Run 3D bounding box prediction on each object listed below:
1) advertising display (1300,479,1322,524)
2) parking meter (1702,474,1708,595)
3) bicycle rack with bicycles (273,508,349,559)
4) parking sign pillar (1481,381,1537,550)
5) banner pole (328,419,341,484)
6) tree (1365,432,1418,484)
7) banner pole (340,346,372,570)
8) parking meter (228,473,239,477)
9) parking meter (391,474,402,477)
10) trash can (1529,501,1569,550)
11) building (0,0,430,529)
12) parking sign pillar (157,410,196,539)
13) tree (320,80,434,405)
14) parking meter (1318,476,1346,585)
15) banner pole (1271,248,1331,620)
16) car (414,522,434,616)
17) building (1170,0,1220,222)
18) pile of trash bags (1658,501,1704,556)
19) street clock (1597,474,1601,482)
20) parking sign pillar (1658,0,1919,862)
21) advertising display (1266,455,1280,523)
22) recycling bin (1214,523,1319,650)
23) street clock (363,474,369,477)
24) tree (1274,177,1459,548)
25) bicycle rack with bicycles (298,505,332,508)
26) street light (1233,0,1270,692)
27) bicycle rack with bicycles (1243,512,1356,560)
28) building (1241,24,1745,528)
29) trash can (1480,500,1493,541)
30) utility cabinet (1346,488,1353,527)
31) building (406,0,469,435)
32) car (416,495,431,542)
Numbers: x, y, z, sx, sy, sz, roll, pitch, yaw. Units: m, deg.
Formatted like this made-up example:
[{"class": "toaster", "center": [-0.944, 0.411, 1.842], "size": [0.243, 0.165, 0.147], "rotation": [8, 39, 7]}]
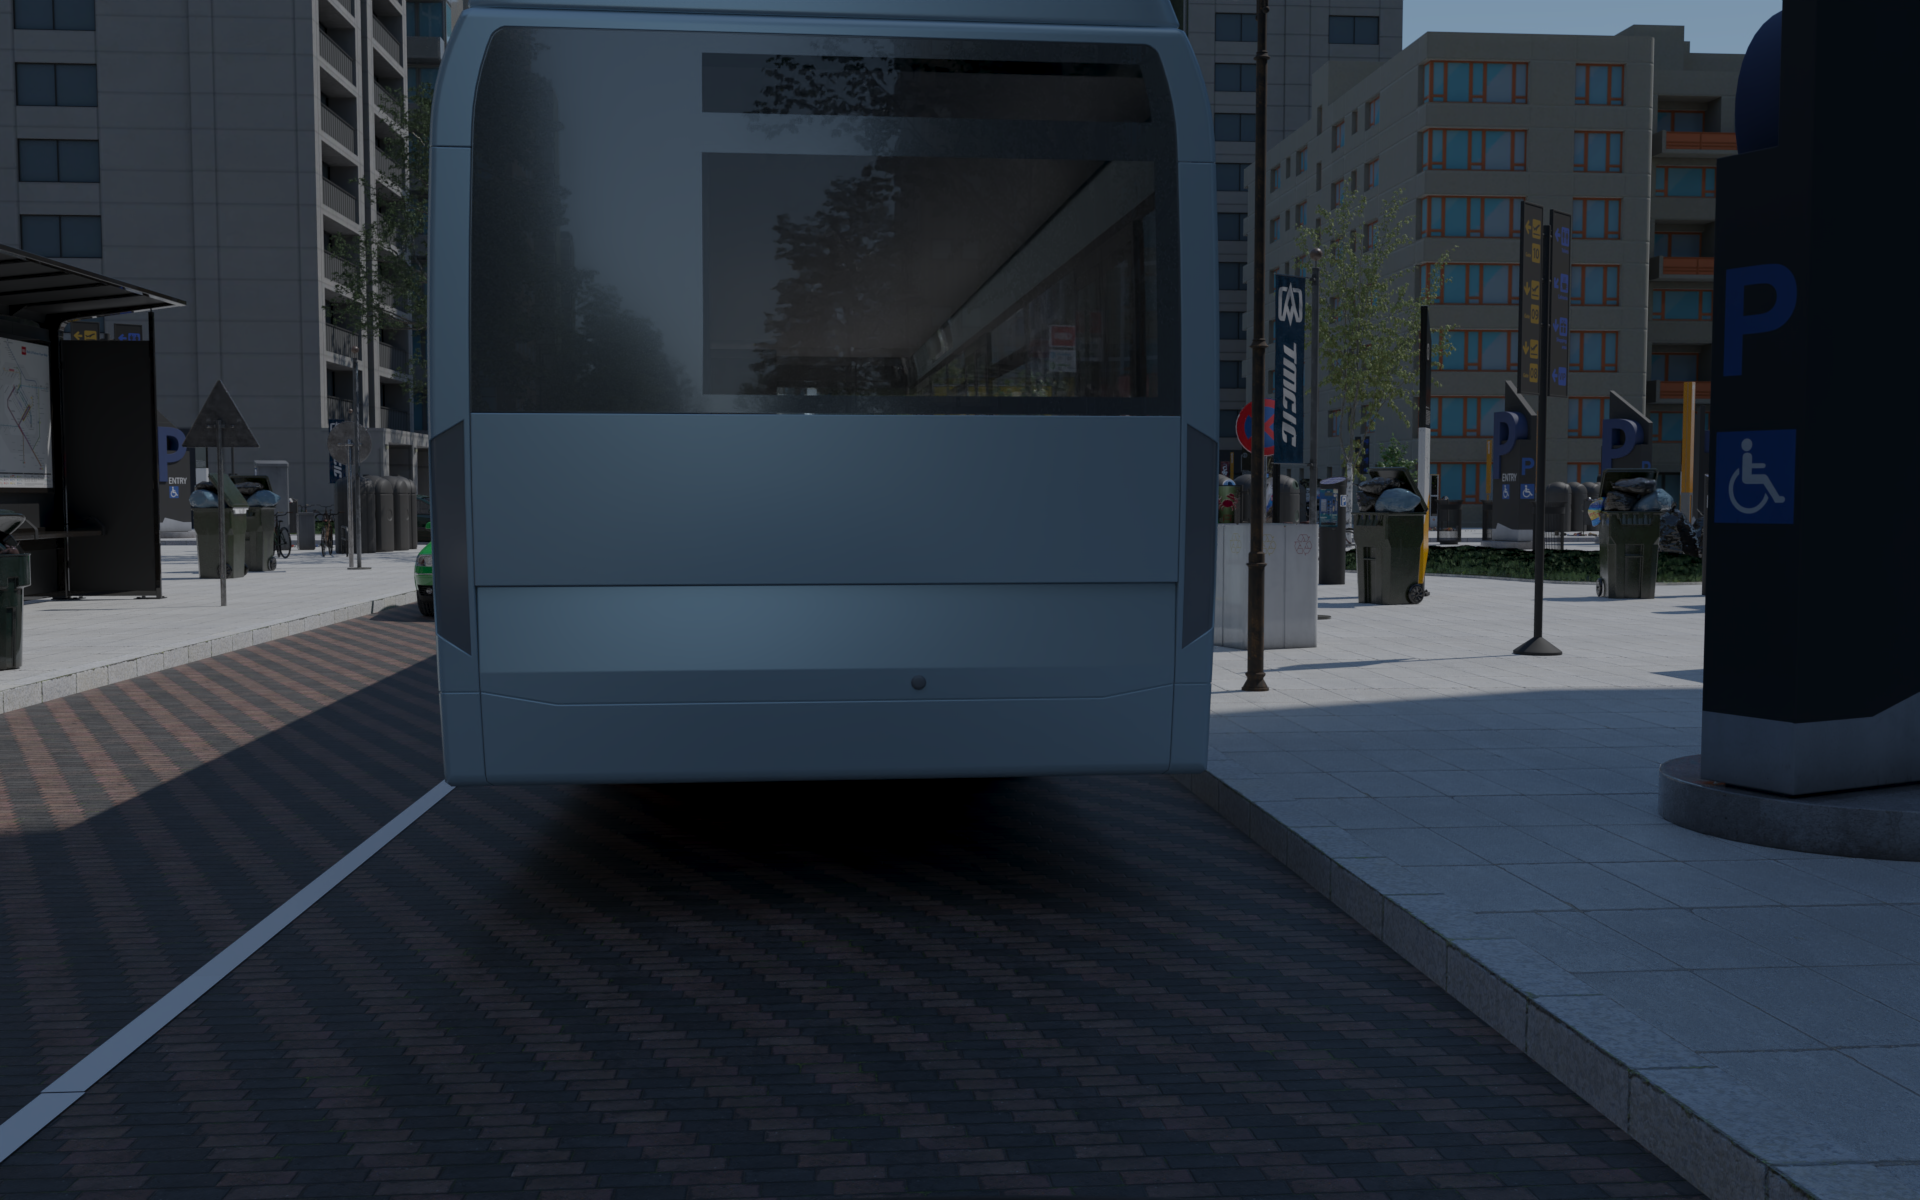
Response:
[{"class": "advertising display", "center": [14.616, -4.097, 72.199], "size": [0.974, 1.923, 0.123], "rotation": [-1, 4, -16]}, {"class": "parking meter", "center": [9.599, -0.825, 21.900], "size": [0.372, 1.533, 0.369], "rotation": [0, 3, 0]}, {"class": "bicycle rack with bicycles", "center": [-13.706, -1.357, 35.564], "size": [2.852, 0.926, 2.925], "rotation": [-1, 4, -21]}, {"class": "parking sign pillar", "center": [12.982, -3.186, 40.558], "size": [1.447, 3.967, 1.447], "rotation": [-1, 4, -10]}, {"class": "banner pole", "center": [-18.124, -3.724, 50.912], "size": [0.863, 3.779, 0.401], "rotation": [-2, 4, -30]}, {"class": "tree", "center": [13.306, -3.617, 53.733], "size": [1.663, 3.219, 1.824], "rotation": [0, 3, 0]}, {"class": "banner pole", "center": [-10.144, -2.396, 29.185], "size": [0.401, 3.779, 0.863], "rotation": [-1, 4, -23]}, {"class": "parking meter", "center": [-20.536, -2.654, 49.108], "size": [0.255, 1.863, 0.399], "rotation": [0, 4, -5]}, {"class": "parking meter", "center": [-16.688, -2.797, 51.442], "size": [0.255, 1.863, 0.399], "rotation": [1, 4, 14]}, {"class": "trash can", "center": [11.798, -1.411, 34.725], "size": [0.748, 1.137, 0.748], "rotation": [0, 3, 0]}, {"class": "building", "center": [-32.366, -38.729, 71.472], "size": [20.563, 71.187, 20.611], "rotation": [0, 4, -5]}, {"class": "parking sign pillar", "center": [-23.053, -3.787, 50.396], "size": [1.447, 3.967, 1.447], "rotation": [1, 4, 20]}, {"class": "tree", "center": [-9.386, -6.223, 36.165], "size": [8.767, 10.594, 7.601], "rotation": [0, 4, -2]}, {"class": "parking meter", "center": [5.288, -0.990, 24.592], "size": [0.372, 1.533, 0.369], "rotation": [0, 3, 0]}, {"class": "banner pole", "center": [3.445, -1.686, 17.586], "size": [0.863, 3.779, 0.401], "rotation": [-3, 5, -39]}, {"class": "car", "center": [-5.587, -0.798, 21.837], "size": [1.959, 1.807, 4.718], "rotation": [0, 4, -4]}, {"class": "building", "center": [13.450, -40.754, 104.579], "size": [20.563, 71.187, 20.611], "rotation": [0, 4, -5]}, {"class": "pile of trash bags", "center": [12.970, -1.159, 28.698], "size": [1.912, 1.369, 3.447], "rotation": [-1, 4, -16]}, {"class": "street clock", "center": [23.574, -3.611, 63.614], "size": [0.358, 2.002, 0.471], "rotation": [3, 5, 43]}, {"class": "parking sign pillar", "center": [3.493, -1.110, 6.616], "size": [1.447, 3.967, 1.447], "rotation": [-2, 4, -27]}, {"class": "advertising display", "center": [5.029, -1.410, 28.260], "size": [0.123, 1.923, 0.974], "rotation": [0, 4, -5]}, {"class": "recycling bin", "center": [2.536, -0.127, 14.637], "size": [0.722, 1.027, 0.722], "rotation": [-2, 4, -23]}, {"class": "street clock", "center": [-21.825, -3.616, 63.696], "size": [0.358, 2.002, 0.471], "rotation": [-1, 4, -18]}, {"class": "tree", "center": [9.555, -5.562, 41.303], "size": [4.737, 8.622, 4.395], "rotation": [0, 3, 0]}, {"class": "bicycle rack with bicycles", "center": [-22.134, -2.791, 59.012], "size": [2.852, 0.926, 2.925], "rotation": [-3, 5, -43]}, {"class": "street light", "center": [1.930, -2.346, 11.144], "size": [0.468, 5.910, 1.993], "rotation": [0, 4, -5]}, {"class": "bicycle rack with bicycles", "center": [6.381, -1.203, 33.058], "size": [2.925, 0.926, 2.852], "rotation": [0, 4, 7]}, {"class": "building", "center": [30.658, -14.370, 79.994], "size": [28.899, 21.520, 27.650], "rotation": [0, 4, -5]}, {"class": "trash can", "center": [13.300, -1.921, 43.062], "size": [0.748, 1.137, 0.748], "rotation": [0, 3, 0]}, {"class": "utility cabinet", "center": [14.586, -3.483, 65.625], "size": [0.318, 1.500, 1.173], "rotation": [2, 4, 25]}, {"class": "building", "center": [-48.389, -33.978, 175.155], "size": [30.456, 49.044, 23.786], "rotation": [0, 4, -5]}, {"class": "car", "center": [-14.572, -2.251, 46.597], "size": [4.222, 1.686, 2.009], "rotation": [0, 4, -3]}]
